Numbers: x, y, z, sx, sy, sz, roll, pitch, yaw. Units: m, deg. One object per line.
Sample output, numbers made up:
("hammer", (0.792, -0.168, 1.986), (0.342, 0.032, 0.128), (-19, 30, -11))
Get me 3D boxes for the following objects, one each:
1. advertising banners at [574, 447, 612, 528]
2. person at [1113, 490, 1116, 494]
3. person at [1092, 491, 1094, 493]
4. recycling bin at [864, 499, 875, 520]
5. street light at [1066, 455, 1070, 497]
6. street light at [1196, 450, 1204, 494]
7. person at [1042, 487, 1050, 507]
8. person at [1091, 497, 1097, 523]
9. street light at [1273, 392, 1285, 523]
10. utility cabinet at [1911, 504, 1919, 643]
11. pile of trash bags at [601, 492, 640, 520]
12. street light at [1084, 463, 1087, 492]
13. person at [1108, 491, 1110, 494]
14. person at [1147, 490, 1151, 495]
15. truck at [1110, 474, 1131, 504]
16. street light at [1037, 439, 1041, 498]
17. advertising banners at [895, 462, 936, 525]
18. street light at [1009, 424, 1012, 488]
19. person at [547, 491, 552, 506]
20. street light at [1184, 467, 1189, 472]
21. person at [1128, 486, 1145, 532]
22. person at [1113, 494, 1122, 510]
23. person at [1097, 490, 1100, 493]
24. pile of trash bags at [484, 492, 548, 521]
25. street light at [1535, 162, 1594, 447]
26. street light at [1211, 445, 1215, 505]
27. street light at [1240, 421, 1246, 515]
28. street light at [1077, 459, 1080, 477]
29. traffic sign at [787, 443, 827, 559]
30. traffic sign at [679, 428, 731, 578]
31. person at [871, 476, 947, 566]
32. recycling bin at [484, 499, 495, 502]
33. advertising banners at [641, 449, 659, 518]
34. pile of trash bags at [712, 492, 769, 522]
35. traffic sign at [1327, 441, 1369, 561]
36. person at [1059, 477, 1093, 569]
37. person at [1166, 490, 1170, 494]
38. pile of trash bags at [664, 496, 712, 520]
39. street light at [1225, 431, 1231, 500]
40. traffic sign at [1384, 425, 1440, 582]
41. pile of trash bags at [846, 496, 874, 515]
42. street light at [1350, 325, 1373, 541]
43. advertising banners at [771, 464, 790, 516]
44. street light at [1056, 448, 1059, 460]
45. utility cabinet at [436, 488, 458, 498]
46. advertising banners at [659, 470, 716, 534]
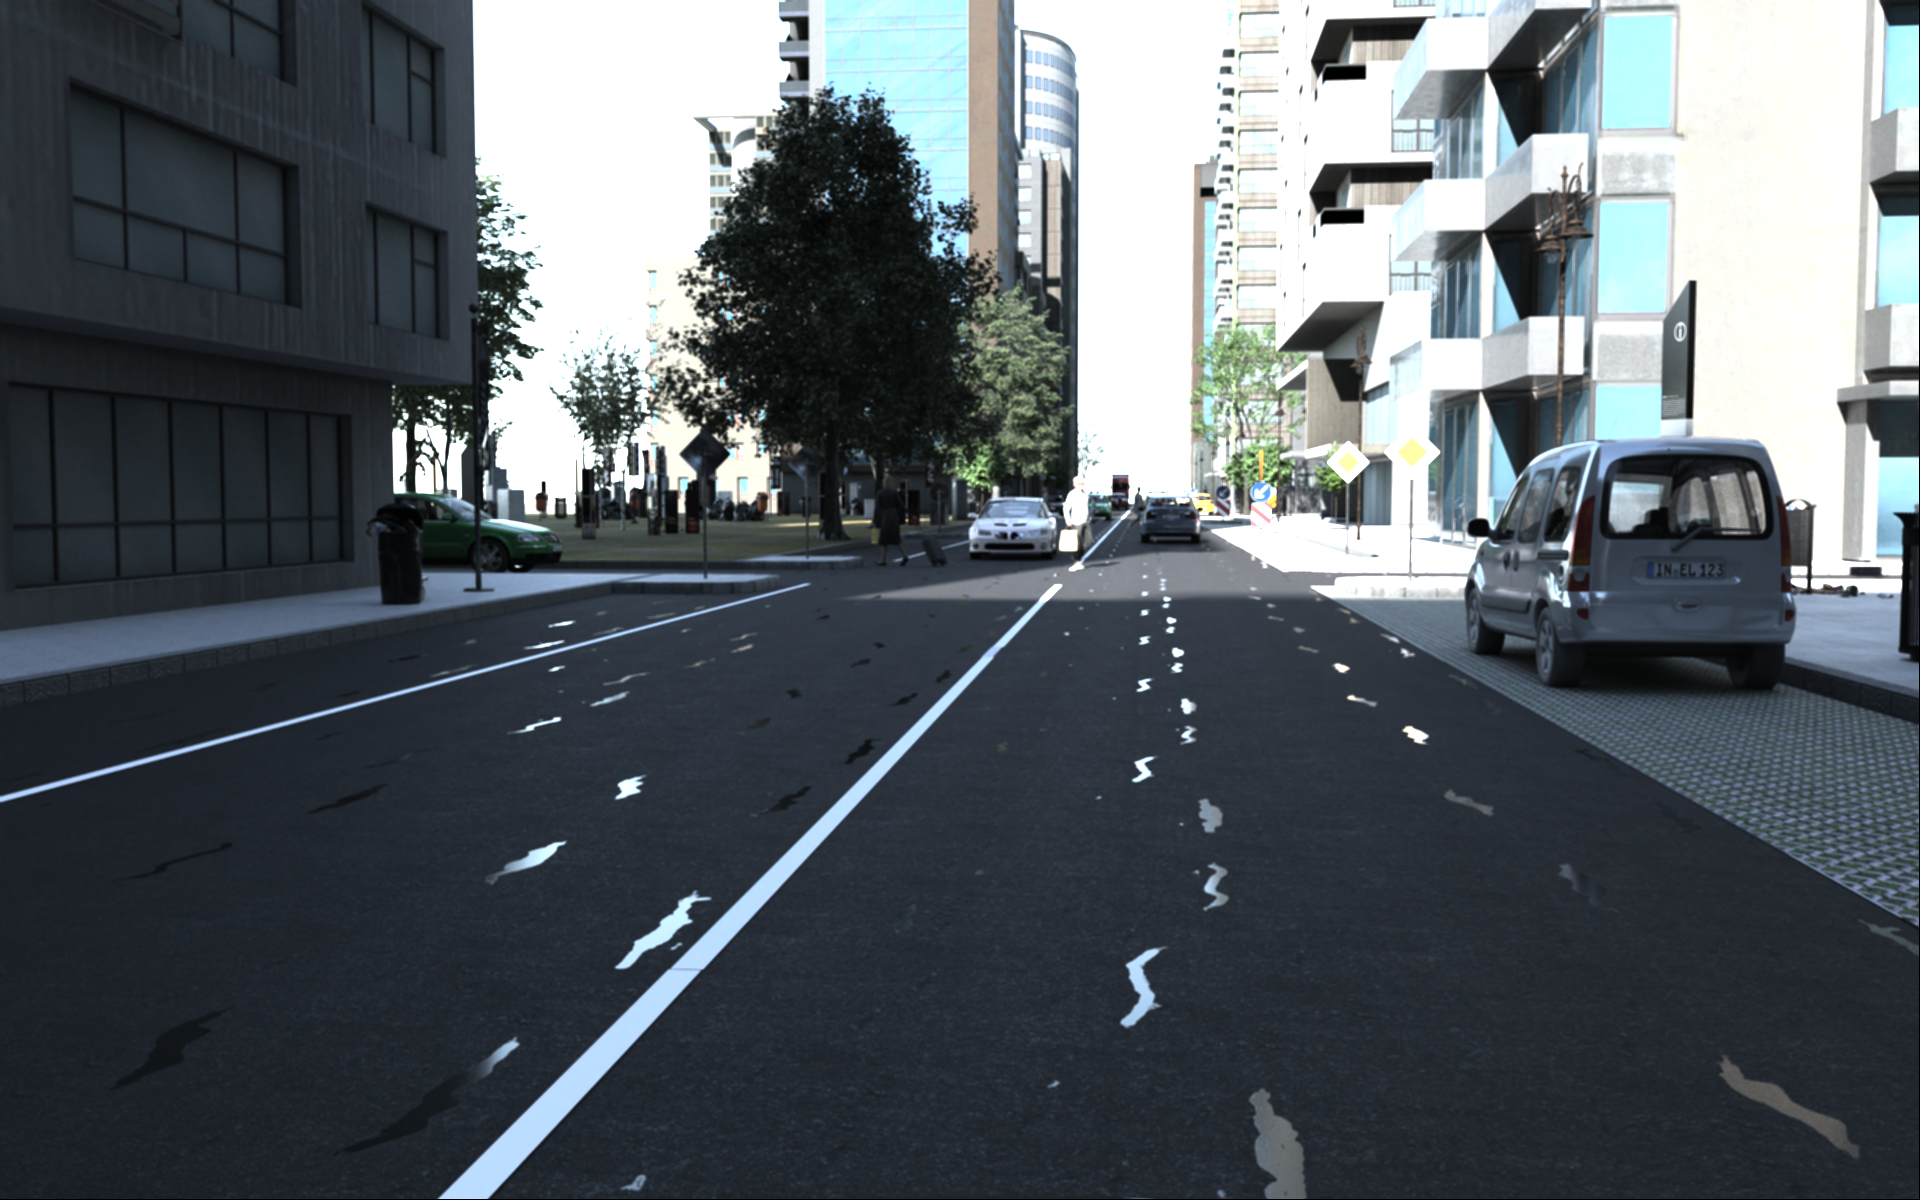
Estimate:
("advertising banners", (-13.837, -4.230, 65.350), (2.074, 3.025, 0.090), (2, 4, 35))
("person", (18.422, -12.176, 207.212), (1.348, 1.869, 0.705), (2, 4, 29))
("person", (12.401, -9.451, 163.472), (0.683, 1.767, 0.568), (0, 4, -7))
("recycling bin", (-4.373, -4.553, 86.987), (0.722, 1.027, 0.722), (1, 4, 11))
("street light", (12.015, -13.496, 193.441), (0.468, 5.910, 1.993), (0, 4, 6))
("street light", (25.548, -12.876, 183.317), (0.468, 5.910, 1.993), (0, 4, 6))
("person", (4.301, -4.765, 86.592), (0.728, 1.800, 0.709), (0, 4, -5))
("person", (6.582, -4.468, 85.826), (0.394, 1.301, 0.425), (1, 4, 12))
("street light", (14.270, -6.398, 77.401), (0.468, 5.910, 1.993), (0, 4, 6))
("utility cabinet", (8.760, -0.227, 14.872), (1.020, 1.237, 0.306), (0, 4, 2))
("pile of trash bags", (-17.210, -4.741, 87.263), (1.912, 1.369, 3.447), (1, 4, 23))
("street light", (18.314, -17.108, 252.508), (0.468, 5.910, 1.993), (0, 4, 6))
("person", (16.622, -11.235, 192.894), (1.217, 1.736, 0.721), (3, 4, 38))
("person", (15.482, -8.178, 142.992), (0.721, 1.735, 1.217), (-1, 4, -14))
("truck", (22.496, -15.517, 242.613), (2.839, 4.237, 11.283), (0, 4, 6))
("street light", (6.387, -10.254, 140.442), (0.468, 5.910, 1.993), (0, 4, 6))
("advertising banners", (-1.932, -4.595, 71.324), (2.074, 3.025, 0.090), (0, 4, -1))
("street light", (3.211, -8.445, 110.859), (0.468, 5.910, 1.993), (0, 4, 6))
("person", (-46.600, -11.392, 195.577), (1.217, 1.723, 0.721), (1, 4, 13))
("street light", (34.531, -17.922, 265.813), (0.468, 5.910, 1.993), (0, 4, 6))
("person", (6.765, -3.469, 65.965), (0.760, 1.731, 0.466), (1, 4, 16))
("person", (13.944, -8.640, 152.959), (0.628, 1.438, 0.799), (1, 4, 22))
("person", (13.865, -10.119, 173.941), (0.705, 1.824, 1.348), (-2, 4, -23))
("pile of trash bags", (-21.478, -4.468, 82.811), (3.447, 1.369, 1.912), (-1, 4, -23))
("street light", (8.521, -3.167, 24.572), (0.468, 5.910, 1.993), (0, 4, 6))
("street light", (22.459, -11.061, 153.638), (0.468, 5.910, 1.993), (0, 4, 6))
("street light", (17.381, -8.205, 106.938), (0.468, 5.910, 1.993), (0, 4, 6))
("street light", (15.262, -15.301, 222.964), (0.468, 5.910, 1.993), (0, 4, 6))
("traffic sign", (-3.022, -1.873, 34.261), (0.795, 2.450, 0.064), (0, 4, 6))
("traffic sign", (-3.874, -1.387, 26.321), (0.795, 2.450, 0.064), (0, 4, 6))
("person", (-1.077, -1.584, 34.622), (1.509, 1.804, 0.699), (2, 4, 27))
("recycling bin", (-26.851, -5.274, 98.787), (0.722, 1.027, 0.722), (-3, 5, -42))
("advertising banners", (-11.987, -4.435, 68.700), (0.090, 3.025, 2.074), (2, 4, 29))
("pile of trash bags", (-9.912, -4.378, 81.333), (1.912, 1.369, 3.447), (-2, 4, -34))
("traffic sign", (7.410, -1.803, 33.124), (0.795, 2.450, 0.064), (0, 4, 6))
("person", (2.204, -1.483, 33.233), (0.515, 1.767, 0.782), (3, 5, 42))
("person", (13.238, -6.224, 111.079), (0.721, 1.723, 1.217), (-3, 4, -38))
("pile of trash bags", (-13.358, -4.757, 87.524), (3.447, 1.369, 1.912), (1, 4, 15))
("street light", (19.165, -9.256, 124.120), (0.468, 5.910, 1.993), (0, 4, 6))
("traffic sign", (6.558, -1.318, 25.185), (0.795, 2.450, 0.064), (0, 4, 6))
("pile of trash bags", (-5.567, -5.904, 106.282), (3.447, 1.369, 1.912), (-2, 4, -29))
("street light", (10.976, -4.571, 47.521), (0.468, 5.910, 1.993), (0, 4, 6))
("advertising banners", (-10.708, -6.534, 103.019), (0.090, 3.025, 2.074), (2, 4, 27))
("street light", (9.543, -12.078, 170.264), (0.468, 5.910, 1.993), (0, 4, 6))
("utility cabinet", (-19.758, -3.555, 66.802), (0.318, 1.500, 1.173), (-3, 5, -44))
("advertising banners", (-8.789, -3.698, 56.651), (2.074, 3.025, 0.090), (-3, 4, -36))
